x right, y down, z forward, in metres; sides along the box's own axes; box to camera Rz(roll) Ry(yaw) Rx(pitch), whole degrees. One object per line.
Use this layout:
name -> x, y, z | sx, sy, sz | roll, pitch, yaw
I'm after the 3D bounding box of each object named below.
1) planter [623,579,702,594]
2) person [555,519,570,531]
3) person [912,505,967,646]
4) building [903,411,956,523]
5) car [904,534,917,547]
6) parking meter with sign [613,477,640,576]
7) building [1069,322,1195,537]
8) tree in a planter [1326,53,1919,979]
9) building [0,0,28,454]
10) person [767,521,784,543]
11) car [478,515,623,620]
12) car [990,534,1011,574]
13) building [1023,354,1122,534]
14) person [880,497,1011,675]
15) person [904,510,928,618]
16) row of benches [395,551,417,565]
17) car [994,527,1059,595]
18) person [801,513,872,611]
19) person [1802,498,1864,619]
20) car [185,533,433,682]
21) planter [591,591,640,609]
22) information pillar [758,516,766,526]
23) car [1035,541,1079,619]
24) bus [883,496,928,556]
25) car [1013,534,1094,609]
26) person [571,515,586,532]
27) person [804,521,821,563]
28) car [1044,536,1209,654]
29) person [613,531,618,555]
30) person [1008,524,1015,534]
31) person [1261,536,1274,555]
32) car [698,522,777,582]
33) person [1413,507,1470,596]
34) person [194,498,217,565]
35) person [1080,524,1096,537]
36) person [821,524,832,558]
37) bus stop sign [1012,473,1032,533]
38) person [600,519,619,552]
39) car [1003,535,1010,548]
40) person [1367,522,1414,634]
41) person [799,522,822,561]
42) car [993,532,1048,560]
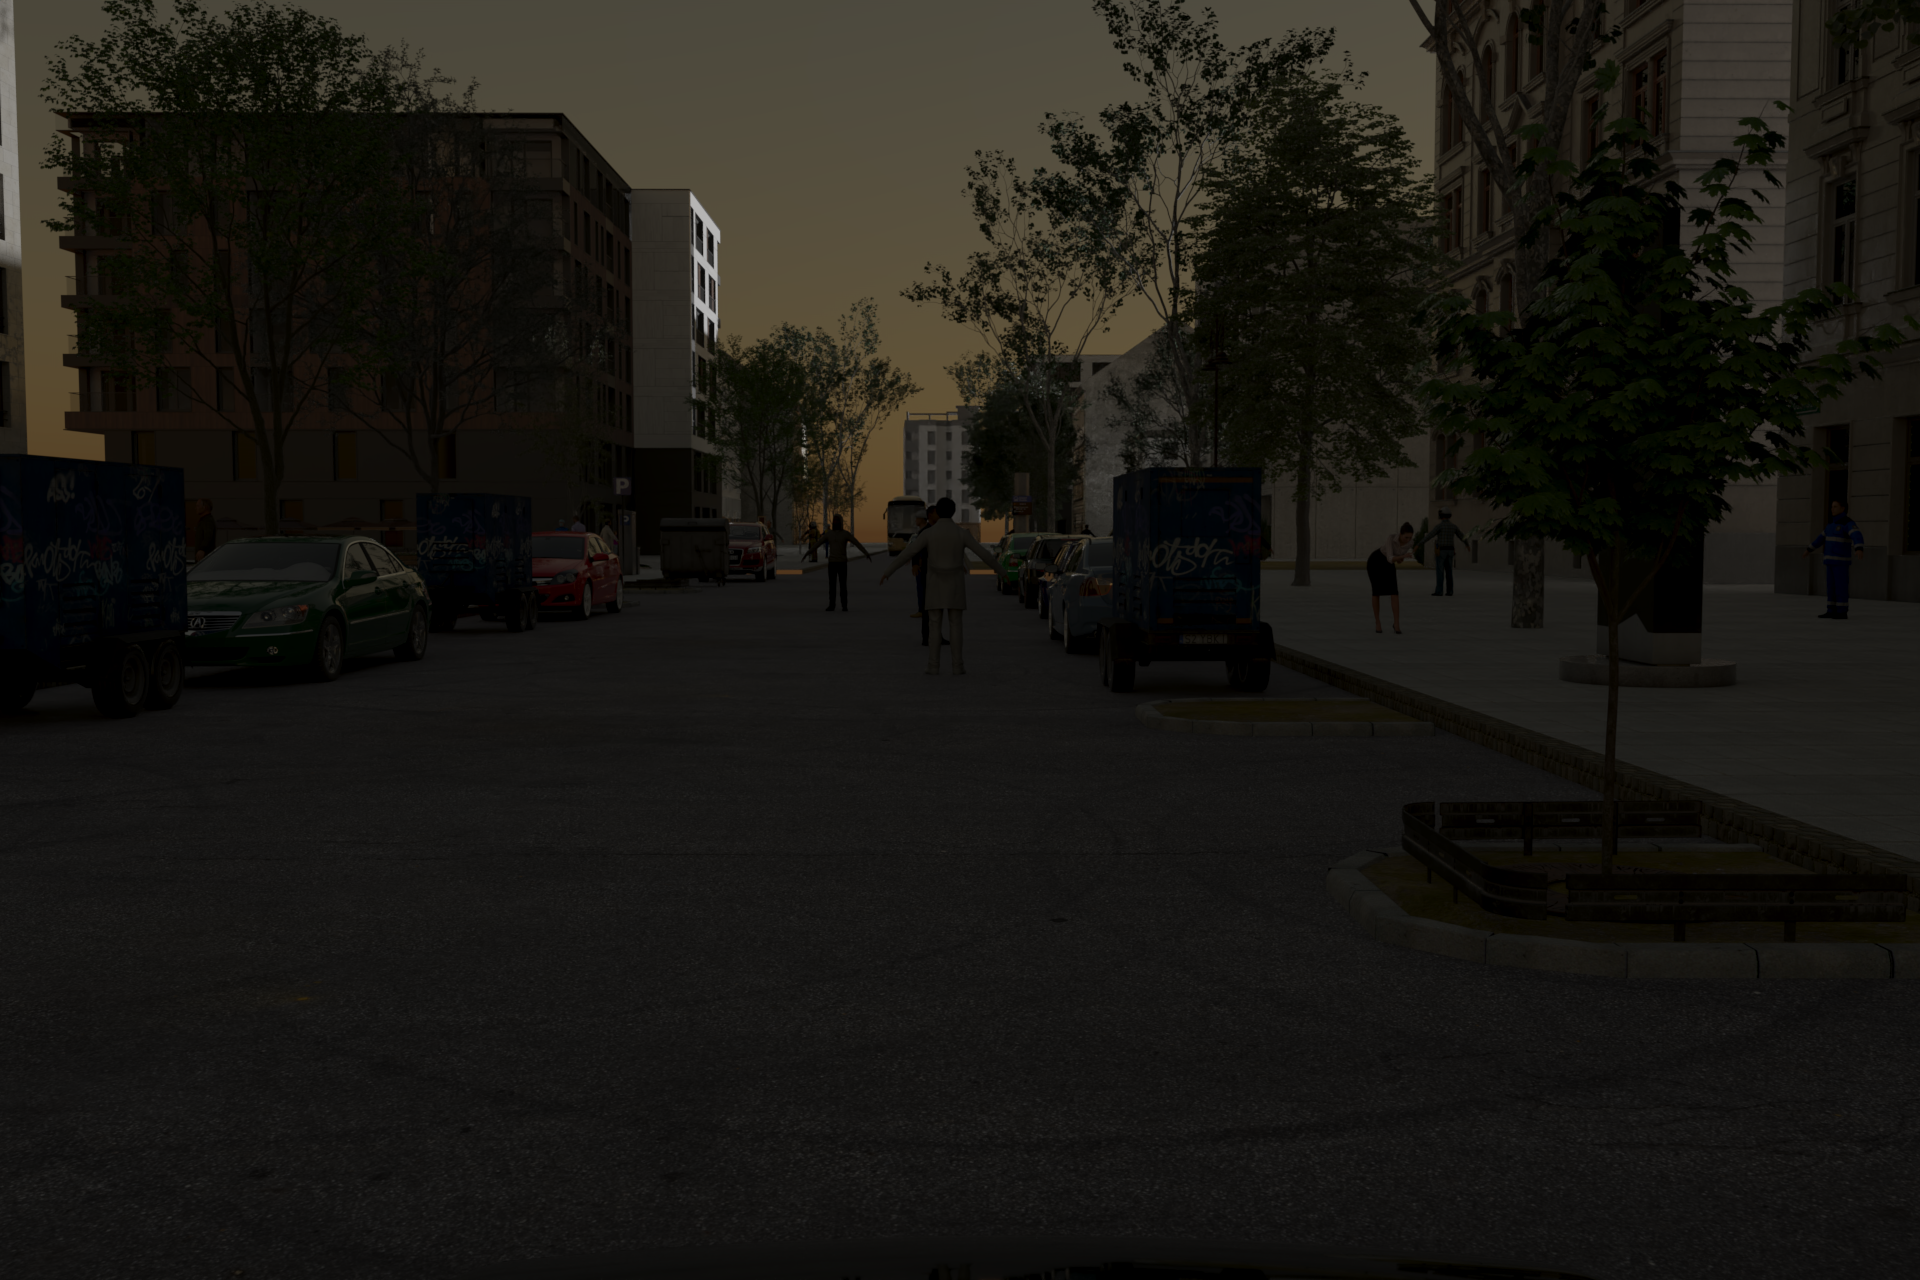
planter -> -7.391, -1.306, 42.498 | 1.991, 0.319, 1.994 | 0, 4, 1
person -> -14.554, -3.497, 63.297 | 1.347, 1.817, 0.704 | 0, 4, 2
person -> -0.316, -0.833, 22.300 | 0.704, 1.802, 1.346 | 2, 4, 28
building -> -7.938, -24.384, 257.548 | 11.380, 20.090, 16.016 | -1, 4, -10
car -> -2.160, -5.341, 99.120 | 2.131, 1.459, 4.920 | 0, 4, -2
parking meter with sign -> -10.351, -3.532, 54.016 | 0.543, 3.016, 1.738 | 0, 3, 0
building -> 21.880, -21.634, 184.643 | 19.493, 23.208, 18.063 | 0, 3, 0
tree in a planter -> 2.462, -0.566, 6.482 | 1.991, 3.239, 1.994 | 0, 4, 0
building -> -30.532, -11.291, 38.487 | 10.420, 20.400, 16.860 | 0, 4, -1
person -> -7.360, -3.694, 66.661 | 1.348, 1.796, 0.705 | 1, 4, 16
car -> -7.079, -1.289, 30.123 | 2.155, 1.783, 4.494 | 0, 3, 0
car -> 2.095, -3.179, 61.770 | 2.009, 1.686, 4.222 | 0, 4, -1
building -> 21.597, -22.604, 213.548 | 27.936, 21.610, 32.646 | 0, 4, -1
person -> -0.148, -0.555, 17.720 | 1.347, 1.806, 0.705 | 0, 4, -3
person -> -0.669, -1.314, 29.796 | 0.705, 1.847, 1.347 | 1, 4, 14
row of benches -> -18.442, -2.853, 62.106 | 4.104, 0.672, 1.422 | -2, 4, -31
car -> 1.835, -2.051, 42.325 | 1.959, 1.807, 4.718 | 0, 4, -1
person -> -2.283, -1.448, 32.255 | 1.348, 1.813, 0.705 | 1, 4, 10
person -> 13.262, -1.238, 26.211 | 0.704, 1.831, 1.345 | -1, 4, -8
car -> -7.004, -0.394, 18.237 | 2.131, 1.459, 4.920 | 0, 4, -1
planter -> -7.410, -0.800, 34.217 | 1.991, 0.319, 1.994 | 0, 3, 0
information pillar -> -8.167, -4.103, 71.575 | 0.304, 2.012, 0.304 | 0, 4, 1
car -> 2.228, -0.951, 28.130 | 1.945, 1.354, 3.894 | 0, 4, -2
bus -> -3.417, -7.553, 115.040 | 2.896, 3.916, 12.252 | 0, 4, 0
car -> 2.077, -1.525, 34.722 | 2.009, 1.686, 4.222 | 0, 4, 0
person -> -11.405, -2.774, 51.273 | 0.599, 1.838, 0.709 | 2, 4, 33
person -> -6.609, -4.426, 78.141 | 0.705, 1.858, 1.354 | 2, 4, 27
car -> 2.103, -0.614, 22.037 | 2.014, 1.417, 4.499 | 0, 4, -1
person -> -16.432, -4.502, 82.873 | 0.599, 1.433, 0.991 | -2, 4, -29
person -> 2.843, -5.073, 89.088 | 1.346, 1.812, 0.704 | -1, 4, -13
person -> 5.087, -1.578, 31.870 | 1.348, 1.821, 0.705 | 1, 4, 13
car -> -6.829, -2.735, 53.384 | 2.281, 1.827, 5.304 | 0, 4, -1
person -> 10.030, -1.839, 35.905 | 1.345, 1.849, 0.704 | -1, 4, -17
person -> -11.012, -1.165, 25.235 | 0.705, 1.807, 1.348 | -2, 4, -24
person -> 6.840, -5.324, 93.229 | 1.347, 1.806, 0.705 | 2, 4, 31
person -> -6.890, -5.201, 91.009 | 1.349, 1.833, 0.705 | 0, 4, 5
bus stop sign -> 2.663, -5.230, 74.523 | 0.837, 3.901, 0.837 | 0, 4, 1
person -> -12.358, -3.352, 60.896 | 0.704, 1.819, 1.344 | -3, 5, -40
car -> 2.048, -2.593, 52.625 | 2.015, 1.641, 3.980 | 0, 3, 0
person -> 5.563, -0.796, 22.239 | 0.799, 1.438, 0.628 | 3, 5, 40
person -> -6.793, -4.499, 79.702 | 1.345, 1.843, 0.704 | 1, 4, 14
car -> 1.992, -2.326, 47.066 | 2.155, 1.783, 4.494 | 0, 4, -1
